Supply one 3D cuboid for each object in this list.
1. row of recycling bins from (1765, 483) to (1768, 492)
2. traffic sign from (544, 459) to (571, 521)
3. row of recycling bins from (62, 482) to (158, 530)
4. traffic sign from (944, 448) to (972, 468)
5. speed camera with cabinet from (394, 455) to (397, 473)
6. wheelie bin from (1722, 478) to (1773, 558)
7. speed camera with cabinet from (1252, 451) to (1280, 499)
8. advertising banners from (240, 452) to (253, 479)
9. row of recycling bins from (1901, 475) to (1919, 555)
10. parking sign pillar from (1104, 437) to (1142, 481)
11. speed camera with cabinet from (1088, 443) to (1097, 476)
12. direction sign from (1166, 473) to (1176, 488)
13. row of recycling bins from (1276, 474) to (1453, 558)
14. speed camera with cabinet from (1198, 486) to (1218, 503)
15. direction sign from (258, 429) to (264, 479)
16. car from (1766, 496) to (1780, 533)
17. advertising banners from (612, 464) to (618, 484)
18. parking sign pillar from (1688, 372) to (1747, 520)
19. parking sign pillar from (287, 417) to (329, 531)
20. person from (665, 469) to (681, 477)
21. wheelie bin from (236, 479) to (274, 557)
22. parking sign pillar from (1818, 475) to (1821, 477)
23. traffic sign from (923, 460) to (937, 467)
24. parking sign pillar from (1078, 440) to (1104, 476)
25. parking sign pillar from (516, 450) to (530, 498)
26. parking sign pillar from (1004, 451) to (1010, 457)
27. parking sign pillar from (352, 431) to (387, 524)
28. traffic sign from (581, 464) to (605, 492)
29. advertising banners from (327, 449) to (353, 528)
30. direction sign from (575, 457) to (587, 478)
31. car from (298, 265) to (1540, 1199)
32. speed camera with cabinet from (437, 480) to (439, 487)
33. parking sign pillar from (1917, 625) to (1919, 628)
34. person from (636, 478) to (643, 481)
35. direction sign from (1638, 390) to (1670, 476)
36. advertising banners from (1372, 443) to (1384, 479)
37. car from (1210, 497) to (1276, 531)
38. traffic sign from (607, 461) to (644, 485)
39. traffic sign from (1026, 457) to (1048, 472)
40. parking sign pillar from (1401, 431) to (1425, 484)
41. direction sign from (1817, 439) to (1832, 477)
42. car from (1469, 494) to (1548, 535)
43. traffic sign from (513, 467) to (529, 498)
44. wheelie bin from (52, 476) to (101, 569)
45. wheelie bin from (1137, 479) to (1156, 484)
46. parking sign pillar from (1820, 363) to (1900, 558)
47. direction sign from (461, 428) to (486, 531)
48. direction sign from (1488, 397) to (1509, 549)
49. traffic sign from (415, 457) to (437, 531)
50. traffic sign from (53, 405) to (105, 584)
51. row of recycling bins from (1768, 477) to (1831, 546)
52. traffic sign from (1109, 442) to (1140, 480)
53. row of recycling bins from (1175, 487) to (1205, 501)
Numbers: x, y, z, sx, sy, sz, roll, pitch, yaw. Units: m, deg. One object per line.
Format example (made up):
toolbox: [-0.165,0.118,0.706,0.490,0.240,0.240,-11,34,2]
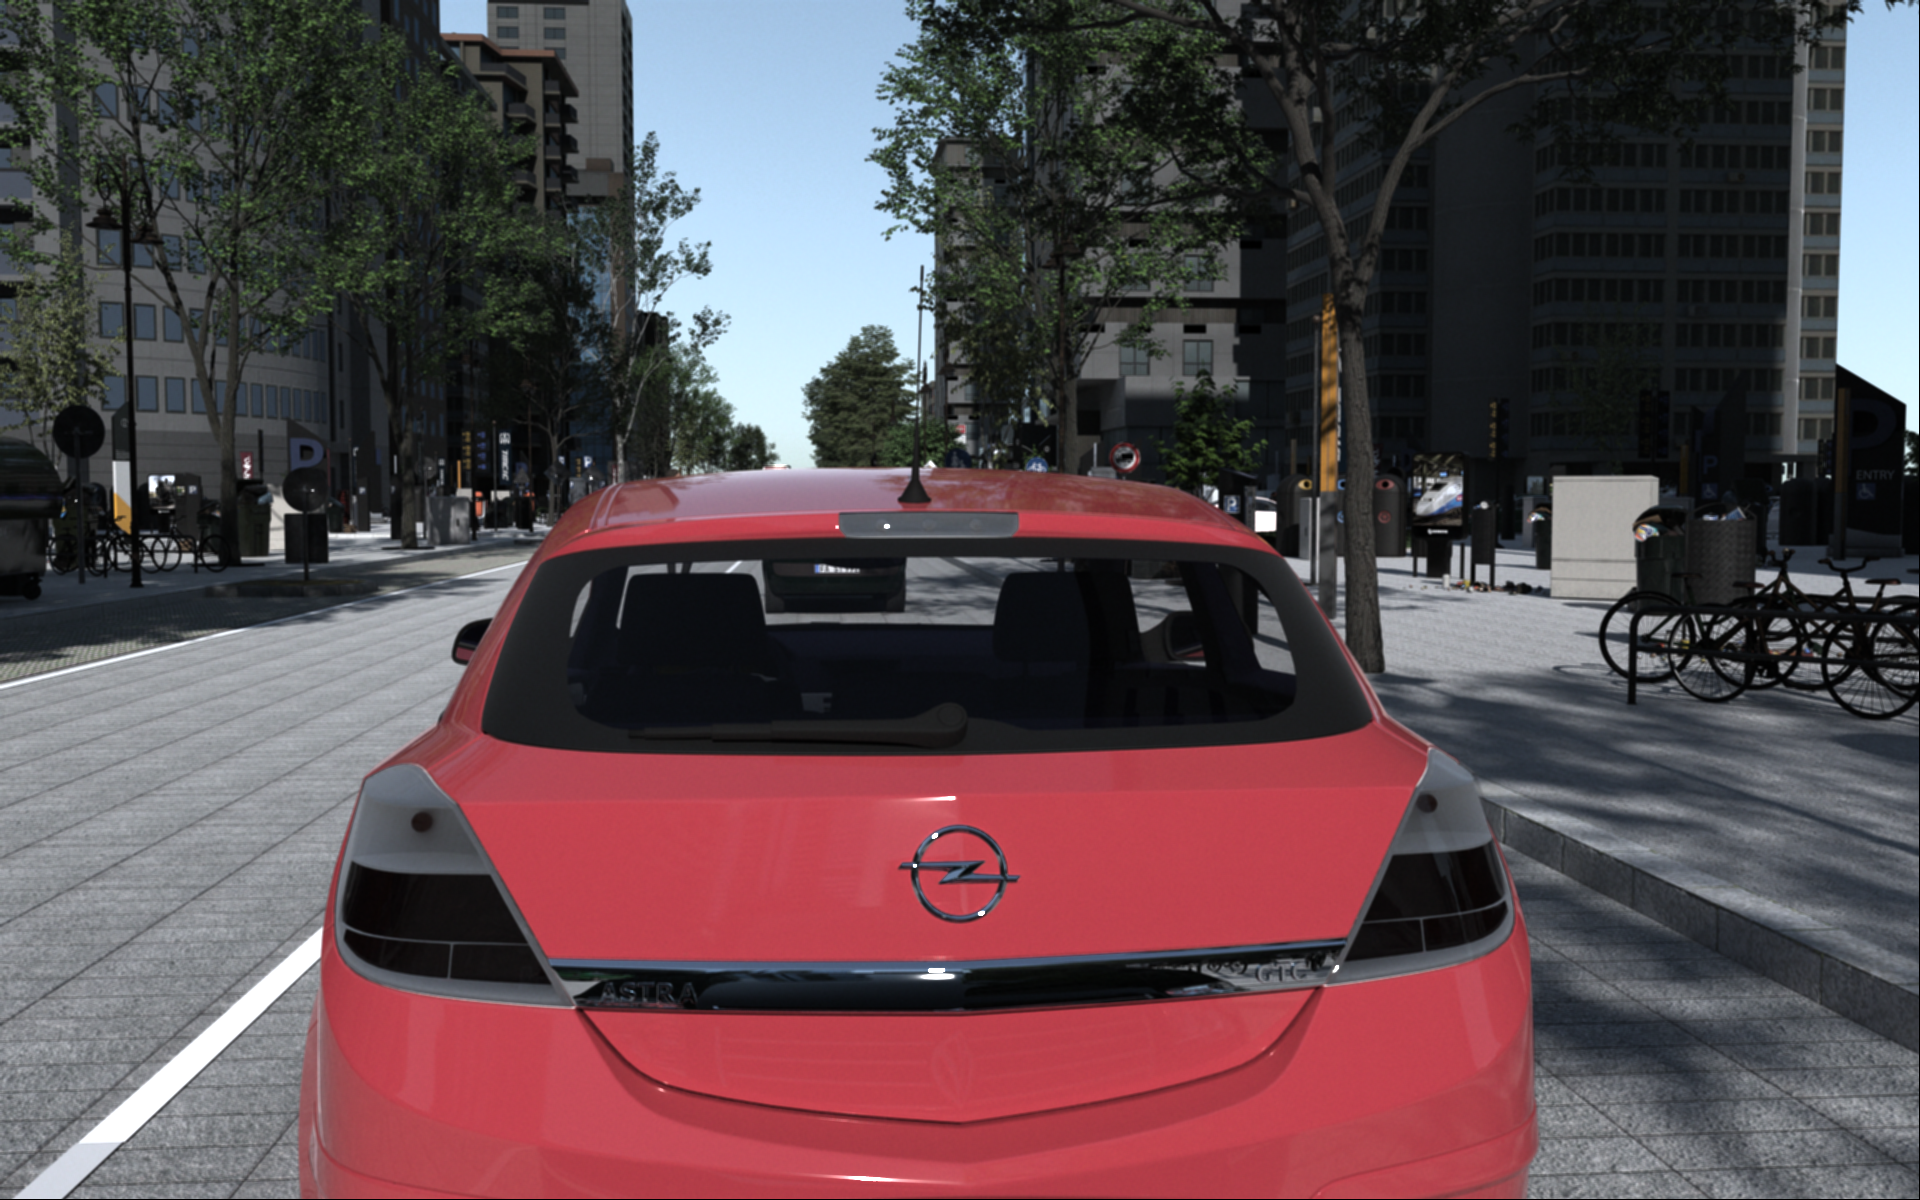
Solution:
row of recycling bins: [29.857,-3.449,63.503,3.534,1.692,1.069,0,4,-1]
traffic sign: [-11.580,-2.828,49.880,0.795,2.450,0.064,0,4,-5]
row of recycling bins: [-30.469,-3.350,61.892,3.534,1.692,1.069,-1,4,-20]
traffic sign: [-0.054,-2.929,47.994,0.768,2.556,0.104,0,4,-4]
speed camera with cabinet: [-28.112,-5.750,88.355,2.038,3.252,0.660,2,4,25]
wheelie bin: [15.876,-1.659,35.025,0.980,1.594,0.693,0,4,-1]
speed camera with cabinet: [13.288,-5.078,77.360,0.660,3.252,2.038,-2,4,-25]
advertising banners: [-28.704,-4.614,71.631,2.074,3.025,0.090,0,4,-1]
row of recycling bins: [20.593,-1.902,38.215,1.069,1.692,3.534,1,4,14]
parking sign pillar: [7.932,-5.716,81.926,1.447,3.967,1.447,-2,4,-29]
speed camera with cabinet: [4.879,-4.404,66.347,0.660,3.252,2.038,3,5,44]
direction sign: [12.652,-6.720,101.876,0.379,3.537,0.876,-3,4,-36]
row of recycling bins: [8.271,-1.738,35.528,3.534,1.692,1.069,1,4,12]
speed camera with cabinet: [9.510,-4.336,65.233,0.660,3.252,2.038,0,4,-7]
direction sign: [-24.584,-4.218,60.959,0.379,3.537,0.876,-1,4,-14]
car: [27.529,-2.810,58.310,4.827,1.381,2.083,0,4,-7]
advertising banners: [-20.976,-6.507,102.579,2.074,3.025,0.090,2,4,30]
parking sign pillar: [16.768,-3.033,38.068,1.447,3.967,1.447,-3,5,-43]
parking sign pillar: [-22.699,-4.394,60.320,1.447,3.967,1.447,-2,4,-25]
person: [-4.107,-1.023,25.402,0.473,1.802,0.592,2,4,28]
wheelie bin: [-14.482,-1.682,35.414,0.693,1.594,0.980,2,4,33]
parking sign pillar: [60.254,-8.168,122.013,1.447,3.967,1.447,2,4,30]
traffic sign: [-0.872,-2.882,50.761,0.795,2.450,0.064,0,4,-5]
parking sign pillar: [6.510,-5.965,86.005,1.447,3.967,1.447,-2,4,-24]
parking sign pillar: [-26.725,-7.194,106.086,1.447,3.967,1.447,-3,4,-38]
parking sign pillar: [2.430,-7.218,106.480,1.447,3.967,1.447,0,4,-6]
parking sign pillar: [-25.450,-5.264,74.532,1.447,3.967,1.447,3,4,39]
traffic sign: [-12.253,-3.315,57.837,0.795,2.450,0.064,0,4,-5]
advertising banners: [-23.631,-4.293,66.376,2.074,3.025,0.090,-3,5,-45]
direction sign: [-23.026,-6.958,105.759,0.876,3.537,0.379,-1,4,-16]
car: [-0.215,0.296,4.196,2.155,1.783,4.494,0,4,-6]
speed camera with cabinet: [-32.253,-6.981,108.469,2.038,3.252,0.660,-1,4,-13]
parking sign pillar: [9.847,-1.697,16.223,1.447,3.967,1.447,-3,5,-45]
person: [-7.040,-1.774,37.859,0.623,1.781,0.721,-2,4,-28]
direction sign: [15.165,-2.809,37.918,0.876,3.537,0.379,-2,4,-26]
advertising banners: [13.577,-3.895,59.866,2.074,3.025,0.090,1,4,13]
car: [9.457,-2.617,55.152,4.827,1.381,2.083,0,4,-4]
traffic sign: [-20.538,-6.883,106.413,2.265,3.308,0.079,0,4,5]
traffic sign: [2.634,-3.626,59.384,0.768,2.556,0.104,0,3,0]
parking sign pillar: [19.231,-5.206,73.598,1.447,3.967,1.447,-1,4,-14]
direction sign: [35.805,-4.880,71.783,0.876,3.537,0.379,-2,4,-30]
car: [18.400,-2.776,57.193,4.920,1.459,2.131,0,4,-5]
traffic sign: [-21.017,-5.083,83.119,0.884,2.594,0.081,0,4,0]
wheelie bin: [-15.282,-1.349,29.963,0.693,1.594,0.980,-1,4,-11]
wheelie bin: [3.836,-1.682,35.403,0.693,1.594,0.980,3,4,39]
parking sign pillar: [18.528,-2.867,35.351,1.447,3.967,1.447,2,4,33]
direction sign: [-16.846,-4.164,60.072,0.876,3.537,0.379,-3,4,-37]
direction sign: [12.670,-2.985,40.804,0.876,3.537,0.379,-3,5,-43]
traffic sign: [-18.344,-3.630,59.451,0.768,2.556,0.104,0,4,4]
traffic sign: [-12.570,-1.505,24.719,0.768,2.556,0.104,0,4,3]
row of recycling bins: [22.079,-2.246,43.831,3.534,1.692,1.069,-2,4,-31]
traffic sign: [4.032,-2.596,42.549,0.768,2.556,0.104,0,4,-1]
row of recycling bins: [9.262,-3.828,69.695,1.069,1.692,3.534,0,4,-2]
